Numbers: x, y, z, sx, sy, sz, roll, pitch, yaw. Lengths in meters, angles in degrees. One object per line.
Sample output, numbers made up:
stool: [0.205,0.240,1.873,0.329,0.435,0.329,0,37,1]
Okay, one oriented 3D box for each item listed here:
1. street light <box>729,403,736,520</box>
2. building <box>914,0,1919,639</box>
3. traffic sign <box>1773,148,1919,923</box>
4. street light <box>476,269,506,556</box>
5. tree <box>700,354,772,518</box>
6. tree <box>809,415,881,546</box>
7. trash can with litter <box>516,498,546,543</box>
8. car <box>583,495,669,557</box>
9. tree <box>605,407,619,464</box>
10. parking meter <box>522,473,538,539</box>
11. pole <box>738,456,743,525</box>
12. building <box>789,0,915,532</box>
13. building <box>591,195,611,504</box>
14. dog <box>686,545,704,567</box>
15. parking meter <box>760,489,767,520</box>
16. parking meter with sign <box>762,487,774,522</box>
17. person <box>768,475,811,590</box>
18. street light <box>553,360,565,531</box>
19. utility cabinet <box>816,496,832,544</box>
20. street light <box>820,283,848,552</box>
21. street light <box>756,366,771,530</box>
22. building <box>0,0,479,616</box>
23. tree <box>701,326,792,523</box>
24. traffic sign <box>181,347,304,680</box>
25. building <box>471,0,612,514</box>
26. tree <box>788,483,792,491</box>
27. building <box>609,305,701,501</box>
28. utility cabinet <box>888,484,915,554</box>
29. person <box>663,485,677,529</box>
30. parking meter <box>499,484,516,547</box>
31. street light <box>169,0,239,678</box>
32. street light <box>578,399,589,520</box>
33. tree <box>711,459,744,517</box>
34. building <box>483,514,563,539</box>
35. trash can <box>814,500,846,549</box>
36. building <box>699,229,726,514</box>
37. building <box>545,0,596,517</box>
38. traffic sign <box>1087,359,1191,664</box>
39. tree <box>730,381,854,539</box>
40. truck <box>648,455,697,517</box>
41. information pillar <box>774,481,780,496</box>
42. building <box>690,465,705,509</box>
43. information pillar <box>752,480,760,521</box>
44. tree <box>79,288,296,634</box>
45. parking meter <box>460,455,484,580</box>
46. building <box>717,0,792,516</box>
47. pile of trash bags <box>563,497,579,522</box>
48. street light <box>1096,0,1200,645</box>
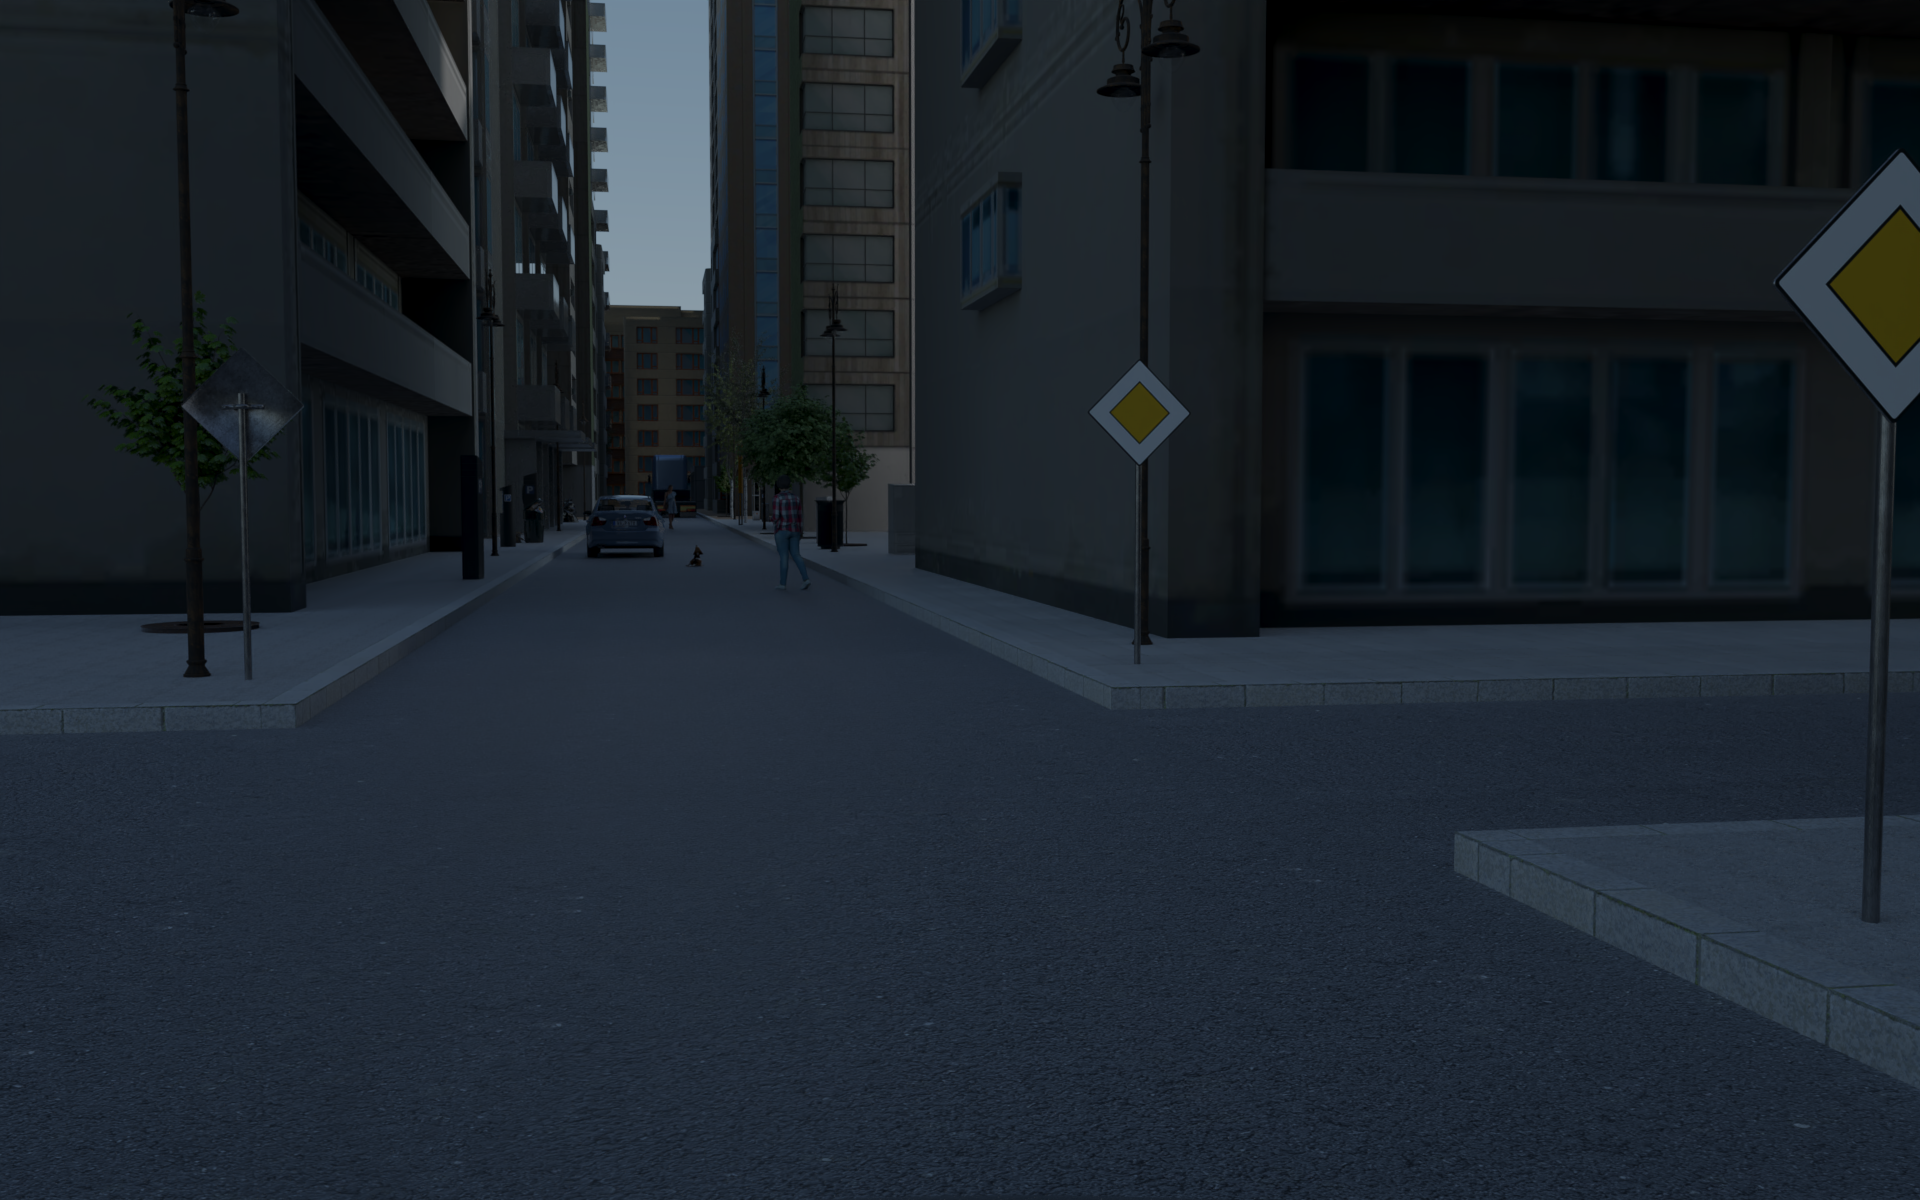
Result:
street light: [-11.300,-6.965,86.671,0.468,5.910,1.993,-1,4,-10]
building: [10.319,-24.617,26.190,21.600,48.544,21.300,-1,4,-10]
traffic sign: [2.731,-0.091,5.135,0.795,2.450,0.064,-1,4,-10]
street light: [-9.640,-3.849,35.716,0.468,5.910,1.993,-1,4,-10]
tree: [-11.971,-8.666,92.058,4.737,8.622,4.395,0,3,0]
tree: [-2.944,-2.948,42.798,1.663,3.219,1.824,0,3,0]
trash can with litter: [-11.403,-2.079,45.382,1.055,1.170,0.624,0,4,0]
car: [-7.833,-1.750,40.618,2.014,1.417,4.499,-1,4,-10]
tree: [-28.262,-11.209,133.630,4.360,8.622,3.978,0,3,0]
parking meter: [-11.685,-2.532,47.104,0.399,1.863,0.255,0,4,-5]
pole: [-9.053,-4.745,71.429,0.158,3.312,0.155,0,3,0]
building: [0.417,-23.368,65.662,14.154,41.232,14.086,-1,4,-10]
building: [-37.383,-16.334,112.106,27.650,21.520,28.899,-1,4,-10]
dog: [-5.312,-0.870,34.413,0.550,0.427,0.748,3,4,36]
parking meter: [-9.826,-4.777,86.511,0.372,1.533,0.369,0,3,0]
parking meter with sign: [-8.324,-5.135,80.226,1.738,3.016,0.543,0,4,-4]
person: [-2.576,-1.017,25.964,0.563,1.720,0.643,-3,5,-42]
street light: [-13.869,-5.316,59.698,0.468,5.910,1.993,-1,4,-10]
utility cabinet: [-3.541,-2.092,45.363,0.306,1.237,1.020,0,4,6]
street light: [-2.776,-3.995,38.100,0.468,5.910,1.993,-1,4,-10]
street light: [-7.076,-5.485,62.473,0.468,5.910,1.993,-1,4,-10]
building: [-19.551,-24.587,25.702,21.300,48.544,21.600,-1,4,-10]
tree: [-9.297,-7.735,76.832,4.360,8.622,3.978,0,3,0]
traffic sign: [-4.916,-0.506,11.912,0.795,2.450,0.064,-1,4,-10]
building: [-45.215,-32.195,145.994,30.456,49.044,23.786,-1,4,-10]
tree: [-8.346,-5.376,82.505,1.663,3.219,1.824,0,3,0]
building: [-40.427,-20.544,180.927,28.899,21.520,27.650,-1,4,-10]
utility cabinet: [-0.931,-1.723,36.852,1.173,1.500,0.318,-2,4,-27]
person: [-11.791,-3.777,70.344,0.616,1.811,0.778,-2,4,-24]
parking meter: [-10.981,-2.057,42.041,0.372,1.533,0.369,0,3,0]
street light: [-5.368,-2.399,12.007,0.468,5.910,1.993,-1,4,-10]
street light: [-18.246,-6.805,84.047,0.468,5.910,1.993,-1,4,-10]
tree: [-13.074,-6.218,96.267,1.663,3.219,1.824,0,3,0]
building: [-25.074,-26.887,59.203,23.786,49.044,30.456,-1,4,-10]
trash can: [-3.017,-1.753,40.315,0.748,1.137,0.748,0,3,0]
building: [-4.851,-17.405,129.611,27.650,21.520,28.899,-1,4,-10]
building: [-26.932,-19.583,91.885,14.160,30.474,14.107,-1,4,-10]
traffic sign: [1.334,-0.572,12.998,0.795,2.450,0.064,-1,4,-10]
tree: [-4.695,-4.063,50.151,4.285,4.588,4.351,0,3,0]
truck: [-18.891,-7.581,113.701,2.967,4.110,18.799,-1,4,-11]
information pillar: [-6.636,-3.607,63.460,0.304,2.012,0.304,1,4,14]
building: [-13.356,-43.635,151.683,20.563,71.187,20.611,-1,4,-10]
information pillar: [-9.888,-4.861,83.971,0.304,2.012,0.304,-1,4,-22]
tree: [-7.058,-1.328,16.319,1.663,3.219,1.824,0,3,0]
parking meter: [-7.350,-1.248,26.108,0.255,1.863,0.399,0,4,-2]
building: [-7.658,-27.916,106.543,14.600,45.320,14.200,-1,4,-10]
pile of trash bags: [-18.551,-4.248,79.213,1.912,1.369,3.447,-1,4,-19]
street light: [1.555,-2.557,14.603,0.468,5.910,1.993,-1,4,-10]
